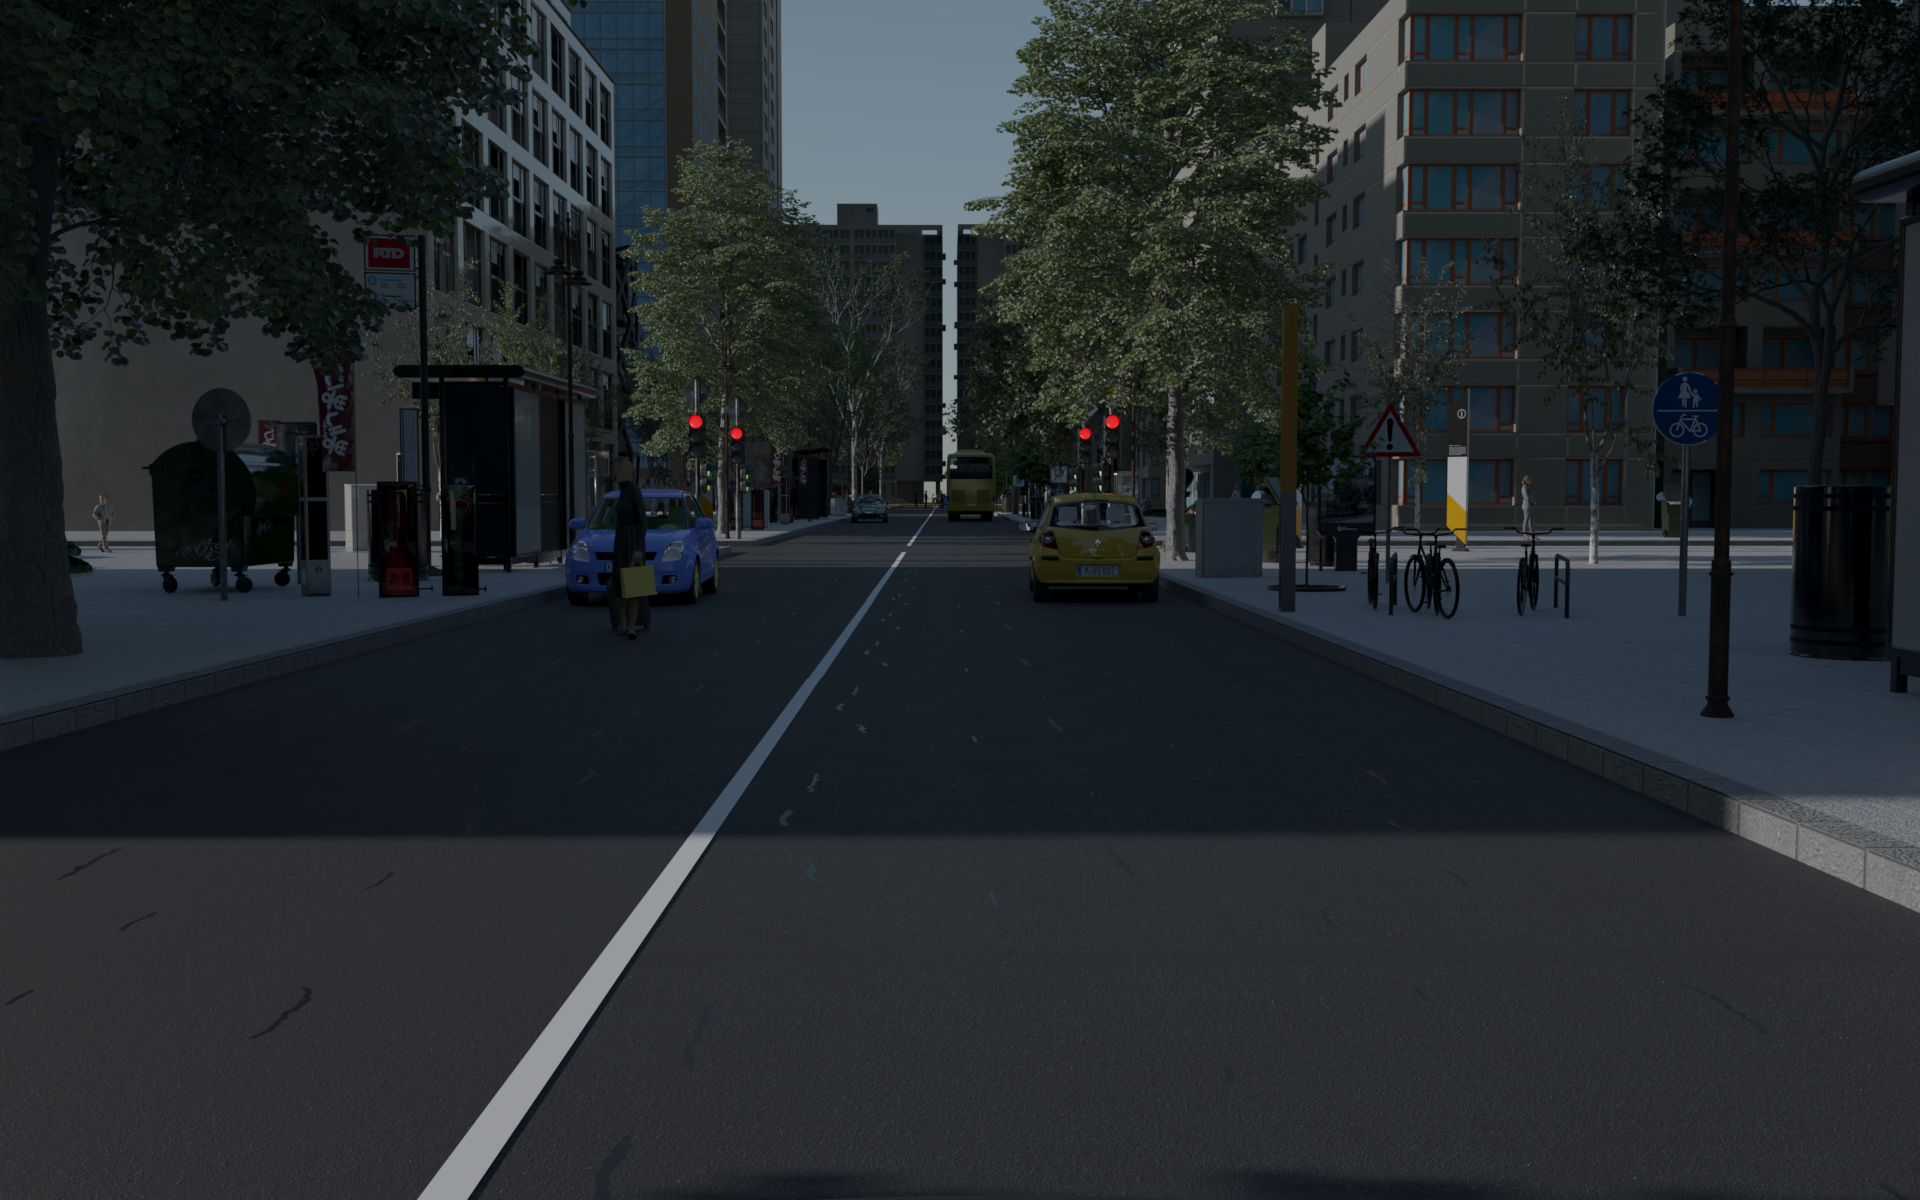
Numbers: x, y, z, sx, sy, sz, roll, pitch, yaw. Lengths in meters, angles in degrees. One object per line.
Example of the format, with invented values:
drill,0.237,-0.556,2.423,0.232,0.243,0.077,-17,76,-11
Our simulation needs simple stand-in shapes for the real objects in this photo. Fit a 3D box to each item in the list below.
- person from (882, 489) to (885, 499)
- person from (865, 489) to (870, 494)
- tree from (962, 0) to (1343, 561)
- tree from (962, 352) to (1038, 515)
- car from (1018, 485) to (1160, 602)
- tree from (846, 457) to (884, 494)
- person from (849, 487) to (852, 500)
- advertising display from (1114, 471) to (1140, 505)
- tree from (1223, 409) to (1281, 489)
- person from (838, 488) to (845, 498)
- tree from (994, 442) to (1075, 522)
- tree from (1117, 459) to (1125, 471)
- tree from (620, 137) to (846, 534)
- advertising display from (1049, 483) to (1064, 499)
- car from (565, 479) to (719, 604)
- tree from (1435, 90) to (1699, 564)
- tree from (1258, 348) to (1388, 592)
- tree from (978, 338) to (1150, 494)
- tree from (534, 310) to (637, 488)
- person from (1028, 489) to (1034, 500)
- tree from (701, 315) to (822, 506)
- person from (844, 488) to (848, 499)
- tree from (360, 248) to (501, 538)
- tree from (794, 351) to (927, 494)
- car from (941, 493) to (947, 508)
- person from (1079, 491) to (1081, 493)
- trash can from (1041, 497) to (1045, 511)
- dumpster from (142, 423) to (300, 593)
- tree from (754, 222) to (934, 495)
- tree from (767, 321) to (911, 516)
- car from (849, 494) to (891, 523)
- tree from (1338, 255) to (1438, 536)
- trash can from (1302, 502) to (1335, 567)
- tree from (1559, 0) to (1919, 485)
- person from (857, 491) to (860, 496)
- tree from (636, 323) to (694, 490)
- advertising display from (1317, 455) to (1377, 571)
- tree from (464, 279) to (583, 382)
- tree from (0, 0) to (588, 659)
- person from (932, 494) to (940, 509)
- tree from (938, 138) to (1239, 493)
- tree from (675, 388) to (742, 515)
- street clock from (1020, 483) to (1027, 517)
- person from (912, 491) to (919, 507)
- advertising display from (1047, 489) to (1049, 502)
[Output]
person,-7.842,-10.197,173.298,0.750,1.759,0.617,1,4,12
person,-7.824,-8.438,144.717,1.217,1.743,0.721,3,5,44
tree,3.780,-7.024,32.964,7.486,12.596,7.792,0,3,0
tree,3.598,-11.182,108.580,9.928,11.665,9.643,0,3,0
car,1.839,-0.874,24.510,2.015,1.641,3.980,0,4,1
tree,-8.263,-10.269,151.610,4.285,4.588,4.351,0,3,0
person,-8.223,-7.694,131.973,0.705,1.807,1.348,2,4,29
advertising display,4.696,-2.664,48.769,0.974,1.923,0.123,-3,5,-45
tree,11.437,-4.955,64.724,4.285,4.588,4.351,0,3,0
person,-10.336,-9.164,155.808,1.348,1.831,0.705,-1,4,-9
tree,3.794,-5.887,79.958,4.285,4.588,4.351,0,3,0
tree,8.476,-6.015,92.949,1.663,3.219,1.824,0,3,0
tree,-7.293,-8.414,55.693,7.486,12.596,7.792,0,3,0
advertising display,4.930,-4.879,84.993,0.974,1.923,0.123,2,4,31
car,-4.306,-0.866,23.748,1.945,1.707,3.694,0,4,-2
tree,11.533,-4.959,31.445,4.360,8.622,3.978,0,3,0
tree,4.538,-1.735,22.973,1.663,3.219,1.824,0,3,0
tree,4.209,-8.401,71.762,8.767,10.594,7.601,2,4,27
tree,-15.320,-7.248,68.864,4.360,8.622,3.978,0,3,0
person,7.889,-11.640,195.985,1.348,1.869,0.705,-2,4,-31
tree,-7.890,-7.309,69.867,4.360,8.622,3.978,0,3,0
person,-9.085,-8.046,138.264,0.621,1.740,0.551,-3,5,-40
tree,-15.195,-6.121,50.438,4.360,8.622,3.978,0,3,0
tree,-7.788,-14.015,139.520,12.009,13.543,11.850,0,3,0
car,-1.119,-10.477,180.889,1.945,1.707,3.694,0,4,-2
person,9.235,-7.645,131.771,1.217,1.736,0.721,1,4,22
trash can,4.632,-5.462,100.953,0.748,1.137,0.748,0,3,0
dumpster,-9.801,-1.265,23.173,1.502,2.255,1.985,0,4,-1
tree,-8.992,-16.323,122.764,12.611,20.169,13.585,0,3,0
tree,-7.587,-10.856,103.258,9.928,11.665,9.643,0,3,0
car,-4.559,-4.643,87.717,2.131,1.459,4.920,0,4,-2
tree,13.737,-6.257,52.671,4.360,8.622,3.978,0,3,0
trash can,6.443,-1.166,30.719,0.748,1.137,0.748,0,3,0
tree,11.954,-5.441,23.375,7.601,10.594,8.767,0,4,6
person,-8.741,-8.569,146.083,1.348,1.831,0.705,-1,4,-20
tree,-13.079,-7.609,74.770,4.360,8.622,3.978,0,3,0
advertising display,6.428,-1.443,28.810,0.974,1.923,0.123,0,4,-4
tree,-14.863,-6.652,59.130,4.737,8.622,4.395,0,3,0
tree,-7.290,-6.527,13.378,9.857,13.997,8.962,0,3,0
person,-2.285,-9.250,162.918,0.628,1.438,0.799,1,4,13
tree,4.105,-8.444,55.074,9.611,12.733,9.660,0,3,0
tree,-15.824,-9.817,110.865,4.737,8.622,4.395,0,3,0
street clock,3.589,-5.658,97.076,0.471,2.002,0.358,1,4,16
person,-4.778,-10.831,186.296,0.721,1.735,1.217,3,4,36
advertising display,6.434,-6.951,118.866,0.974,1.923,0.123,0,4,-3
